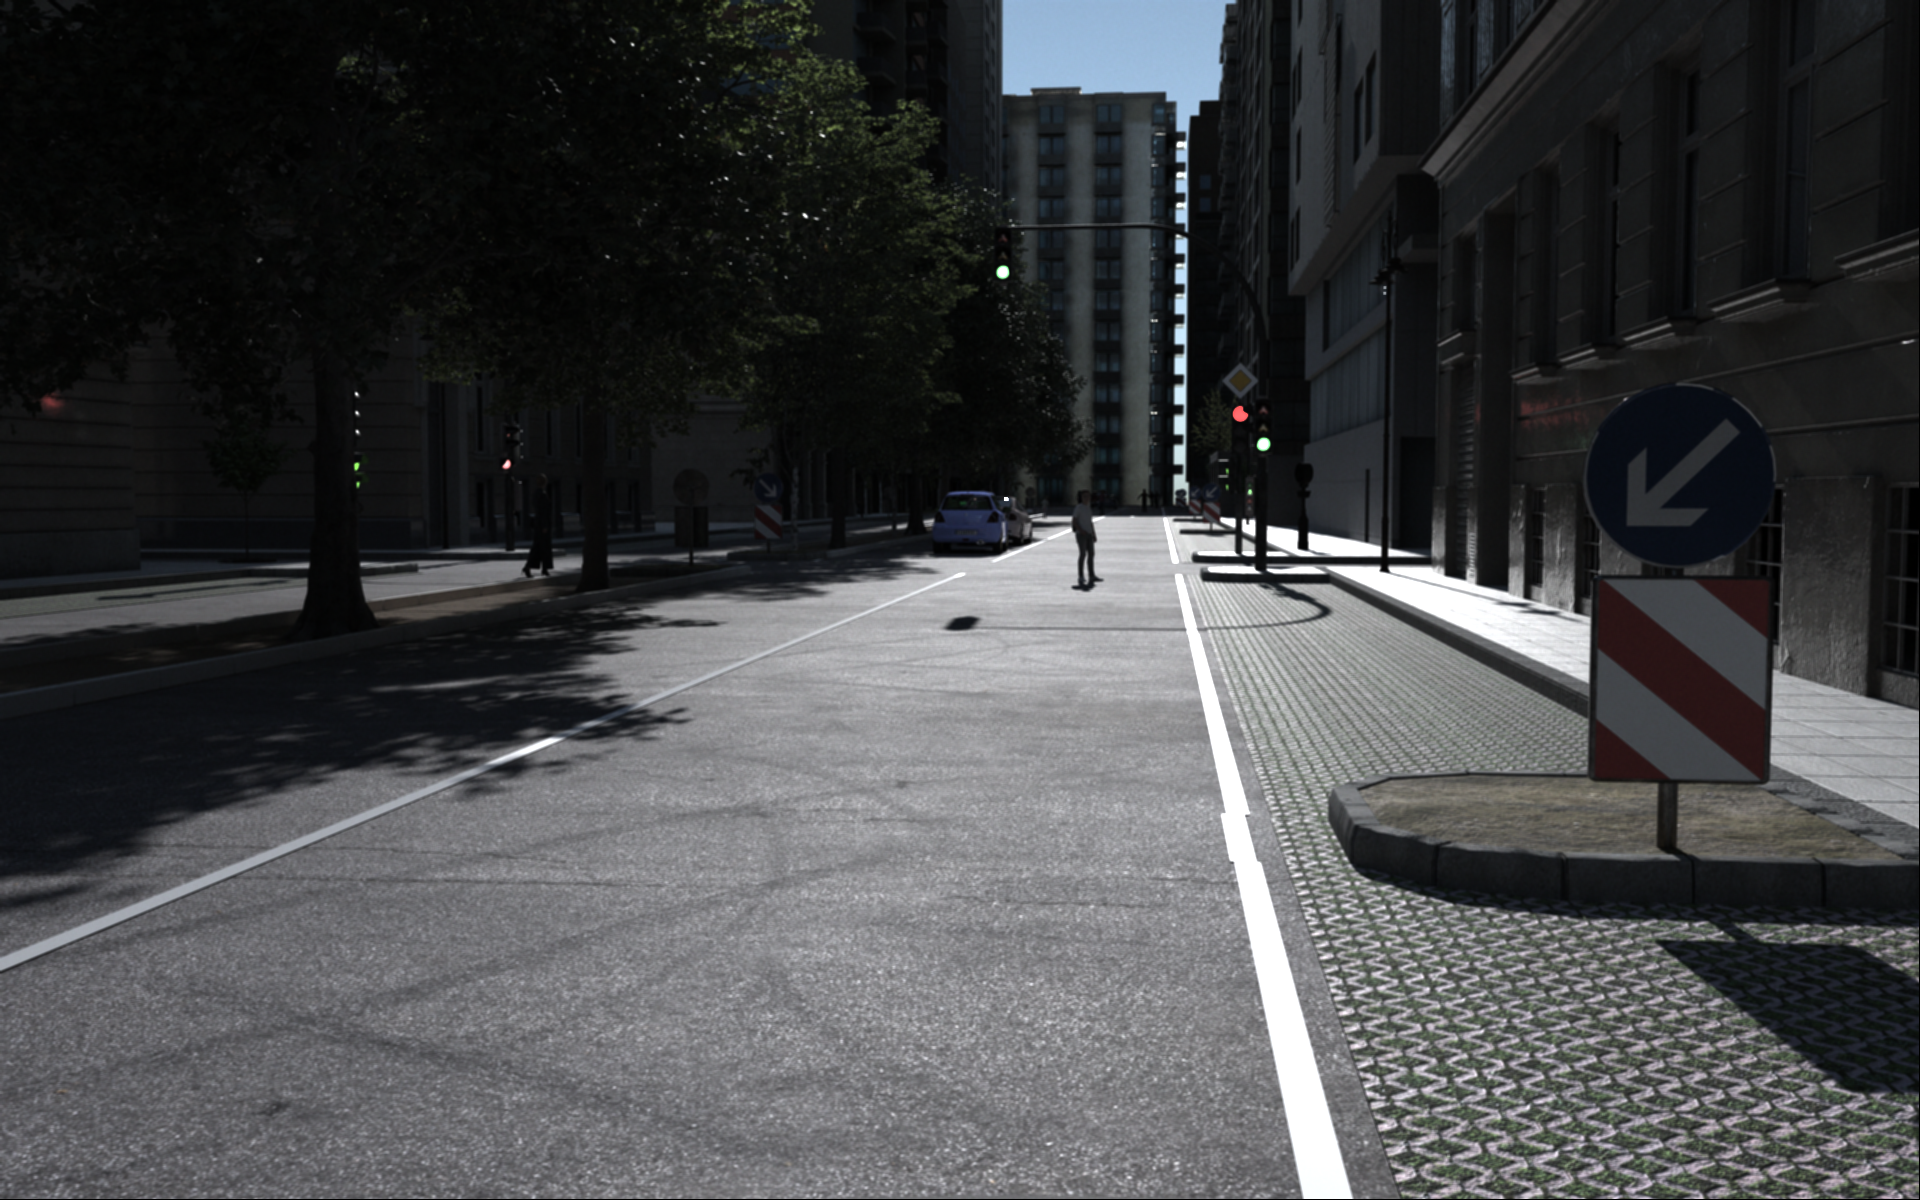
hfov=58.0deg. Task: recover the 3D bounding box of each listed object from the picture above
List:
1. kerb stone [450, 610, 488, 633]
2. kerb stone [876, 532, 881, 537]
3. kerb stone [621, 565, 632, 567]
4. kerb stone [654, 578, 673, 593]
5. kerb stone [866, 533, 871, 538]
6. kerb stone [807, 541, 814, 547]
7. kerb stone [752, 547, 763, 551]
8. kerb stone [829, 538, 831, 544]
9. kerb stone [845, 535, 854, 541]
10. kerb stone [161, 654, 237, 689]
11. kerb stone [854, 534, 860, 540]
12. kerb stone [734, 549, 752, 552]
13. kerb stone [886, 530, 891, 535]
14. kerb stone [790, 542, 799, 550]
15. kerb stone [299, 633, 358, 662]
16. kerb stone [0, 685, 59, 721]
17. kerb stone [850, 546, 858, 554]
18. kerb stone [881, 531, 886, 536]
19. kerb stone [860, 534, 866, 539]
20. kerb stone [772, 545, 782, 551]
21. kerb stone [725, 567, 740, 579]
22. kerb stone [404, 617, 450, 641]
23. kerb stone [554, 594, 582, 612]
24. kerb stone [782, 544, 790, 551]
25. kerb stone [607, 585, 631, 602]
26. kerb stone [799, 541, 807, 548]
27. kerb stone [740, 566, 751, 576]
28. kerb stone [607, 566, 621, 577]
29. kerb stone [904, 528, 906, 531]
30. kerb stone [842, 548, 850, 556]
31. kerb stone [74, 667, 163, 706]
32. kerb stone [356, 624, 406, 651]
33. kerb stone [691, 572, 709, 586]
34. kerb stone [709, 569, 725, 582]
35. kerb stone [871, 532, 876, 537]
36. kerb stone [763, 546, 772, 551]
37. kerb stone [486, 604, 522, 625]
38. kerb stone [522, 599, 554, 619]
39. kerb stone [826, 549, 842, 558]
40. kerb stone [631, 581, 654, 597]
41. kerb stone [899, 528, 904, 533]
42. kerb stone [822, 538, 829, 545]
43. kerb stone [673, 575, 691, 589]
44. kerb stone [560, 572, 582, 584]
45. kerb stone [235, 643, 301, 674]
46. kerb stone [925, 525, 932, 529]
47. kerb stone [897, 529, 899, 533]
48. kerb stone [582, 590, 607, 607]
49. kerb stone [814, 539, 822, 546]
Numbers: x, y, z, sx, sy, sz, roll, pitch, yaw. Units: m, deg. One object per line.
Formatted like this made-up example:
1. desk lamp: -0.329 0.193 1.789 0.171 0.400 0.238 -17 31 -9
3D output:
1. kerb stone: -5.275 0.241 18.327 0.120 0.150 1.000 0 4 7
2. kerb stone: -2.859 -2.175 57.765 0.120 0.150 1.000 0 4 7
3. kerb stone: -5.965 -0.520 30.727 0.120 0.150 1.000 0 4 7
4. kerb stone: -4.451 -0.198 25.459 0.120 0.150 1.000 0 4 7
5. kerb stone: -3.086 -2.051 55.733 0.120 0.150 1.000 0 4 7
6. kerb stone: -4.146 -1.489 46.573 0.120 0.150 1.000 0 4 7
7. kerb stone: -4.843 -1.114 40.453 0.120 0.150 1.000 0 4 7
8. kerb stone: -3.792 -1.677 49.620 0.120 0.150 1.000 0 4 7
9. kerb stone: -3.443 -1.864 52.677 0.120 0.150 1.000 0 4 7
10. kerb stone: -5.863 0.554 13.222 0.120 0.150 1.000 0 4 7
11. kerb stone: -3.322 -1.926 53.697 0.120 0.150 1.000 0 4 7
12. kerb stone: -4.961 -1.054 39.434 0.120 0.150 1.000 0 4 7
13. kerb stone: -2.616 -2.297 59.802 0.120 0.150 1.000 0 4 7
14. kerb stone: -4.372 -1.363 44.538 0.120 0.150 1.000 0 4 7
15. kerb stone: -5.619 0.427 15.263 0.120 0.150 1.000 0 4 7
16. kerb stone: -6.092 0.675 11.181 0.120 0.150 1.000 0 4 7
17. kerb stone: -2.643 -1.163 41.239 0.120 0.150 1.000 0 4 7
18. kerb stone: -2.732 -2.238 58.786 0.120 0.150 1.000 0 4 7
19. kerb stone: -3.201 -1.987 54.717 0.120 0.150 1.000 0 4 7
20. kerb stone: -4.609 -1.239 42.493 0.120 0.150 1.000 0 4 7
21. kerb stone: -3.982 -0.449 29.532 0.120 0.150 1.000 0 4 7
22. kerb stone: -5.386 0.299 17.306 0.120 0.150 1.000 0 4 7
23. kerb stone: -4.923 0.052 21.380 0.120 0.150 1.000 0 4 7
24. kerb stone: -4.493 -1.304 43.513 0.120 0.150 1.000 0 4 7
25. kerb stone: -4.690 -0.070 23.418 0.120 0.150 1.000 0 4 7
26. kerb stone: -4.259 -1.429 45.557 0.120 0.150 1.000 0 4 7
27. kerb stone: -3.865 -0.509 30.553 0.120 0.150 1.000 0 4 7
28. kerb stone: -6.078 -0.460 29.711 0.120 0.150 1.000 0 4 7
29. kerb stone: -2.148 -2.549 63.874 0.120 0.150 1.000 0 4 7
30. kerb stone: -2.757 -1.103 40.223 0.120 0.150 1.000 0 4 7
31. kerb stone: -5.980 0.614 12.207 0.120 0.150 1.000 0 4 7
32. kerb stone: -5.507 0.362 16.285 0.120 0.150 1.000 0 4 7
33. kerb stone: -4.218 -0.324 27.498 0.120 0.150 1.000 0 4 7
34. kerb stone: -4.102 -0.386 28.513 0.120 0.150 1.000 0 4 7
35. kerb stone: -2.965 -2.113 56.748 0.120 0.150 1.000 0 4 7
36. kerb stone: -4.726 -1.179 41.474 0.120 0.150 1.000 0 4 7
37. kerb stone: -5.158 0.175 19.342 0.120 0.150 1.000 0 4 7
38. kerb stone: -5.036 0.114 20.365 0.120 0.150 1.000 0 4 7
39. kerb stone: -2.882 -1.039 39.195 0.120 0.150 1.000 0 4 7
40. kerb stone: -4.566 -0.137 24.443 0.120 0.150 1.000 0 4 7
41. kerb stone: -2.274 -2.481 62.856 0.120 0.150 1.000 0 4 7
42. kerb stone: -3.910 -1.614 48.604 0.120 0.150 1.000 0 4 7
43. kerb stone: -4.340 -0.262 26.475 0.120 0.150 1.000 0 4 7
44. kerb stone: -6.311 -0.335 27.675 0.120 0.150 1.000 0 4 7
45. kerb stone: -5.744 0.492 14.242 0.120 0.150 1.000 0 4 7
46. kerb stone: -1.216 -3.047 72.027 0.120 0.150 1.000 0 4 7
47. kerb stone: -2.390 -2.425 61.838 0.120 0.150 1.000 0 4 7
48. kerb stone: -4.809 -0.012 22.397 0.120 0.150 1.000 0 4 7
49. kerb stone: -4.027 -1.551 47.588 0.120 0.150 1.000 0 4 7
